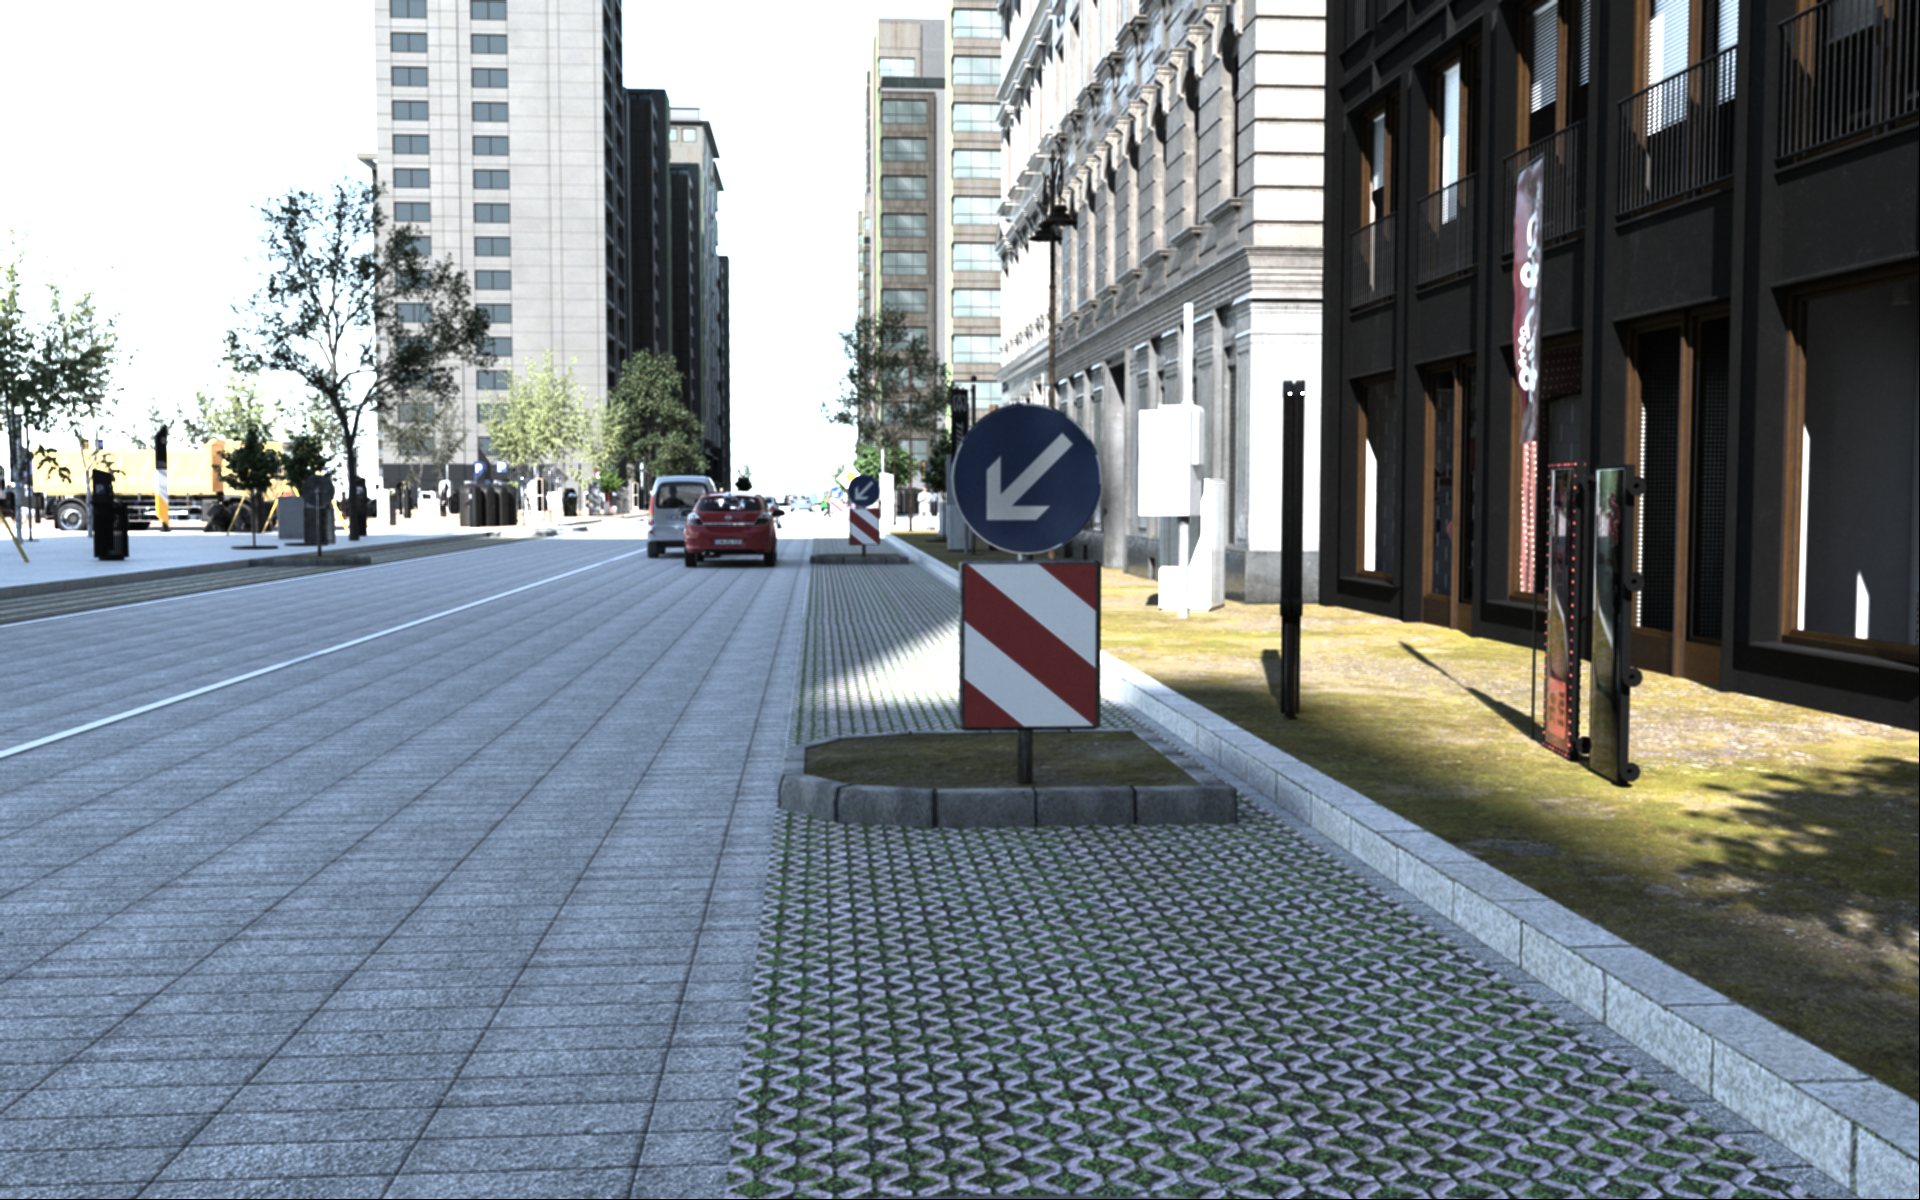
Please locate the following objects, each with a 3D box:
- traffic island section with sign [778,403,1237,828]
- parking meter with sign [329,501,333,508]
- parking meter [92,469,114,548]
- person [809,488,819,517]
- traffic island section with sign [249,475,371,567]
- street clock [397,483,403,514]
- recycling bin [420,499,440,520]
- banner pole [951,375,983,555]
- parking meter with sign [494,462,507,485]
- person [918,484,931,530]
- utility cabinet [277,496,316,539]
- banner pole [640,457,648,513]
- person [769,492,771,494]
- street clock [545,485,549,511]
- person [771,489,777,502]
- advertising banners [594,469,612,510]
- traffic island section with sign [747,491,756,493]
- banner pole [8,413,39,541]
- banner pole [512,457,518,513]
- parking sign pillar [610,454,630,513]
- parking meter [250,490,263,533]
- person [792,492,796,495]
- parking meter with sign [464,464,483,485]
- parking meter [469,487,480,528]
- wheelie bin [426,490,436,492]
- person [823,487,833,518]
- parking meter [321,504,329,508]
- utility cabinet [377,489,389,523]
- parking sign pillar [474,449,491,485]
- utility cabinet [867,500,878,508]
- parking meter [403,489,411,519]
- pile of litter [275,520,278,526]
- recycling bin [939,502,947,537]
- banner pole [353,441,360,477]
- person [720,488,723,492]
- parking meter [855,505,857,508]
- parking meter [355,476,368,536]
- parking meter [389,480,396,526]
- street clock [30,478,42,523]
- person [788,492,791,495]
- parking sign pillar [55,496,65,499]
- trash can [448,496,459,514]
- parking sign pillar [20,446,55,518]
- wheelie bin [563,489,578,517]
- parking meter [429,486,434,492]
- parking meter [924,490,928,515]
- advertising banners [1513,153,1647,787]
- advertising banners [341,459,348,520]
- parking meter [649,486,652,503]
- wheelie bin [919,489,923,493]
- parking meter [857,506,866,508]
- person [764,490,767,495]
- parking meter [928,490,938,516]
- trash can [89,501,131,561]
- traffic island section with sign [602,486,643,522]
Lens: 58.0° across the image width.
[{"bbox_3d":[0.129,0.017,8.343,1.989,1.847,2.006,0,4,-5],"label":"traffic island section with sign"},{"bbox_3d":[-40.069,-6.941,109.749,0.543,3.016,1.738,0,4,-6],"label":"parking meter with sign"},{"bbox_3d":[-19.793,-2.099,40.026,0.399,1.863,0.255,0,4,-1],"label":"parking meter"},{"bbox_3d":[-9.174,-6.119,108.889,0.444,1.785,0.601,-3,5,-44],"label":"person"},{"bbox_3d":[-13.048,-1.612,34.978,1.989,1.847,2.006,0,4,-5],"label":"traffic island section with sign"},{"bbox_3d":[-35.174,-6.384,108.948,0.471,2.002,0.358,-1,4,-15],"label":"street clock"},{"bbox_3d":[-26.268,-4.485,85.878,0.722,1.027,0.722,-3,5,-43],"label":"recycling bin"},{"bbox_3d":[0.114,-2.842,36.481,0.863,3.779,0.401,-3,5,-41],"label":"banner pole"},{"bbox_3d":[-25.304,-6.047,95.128,0.543,3.016,1.738,-2,4,-24],"label":"parking meter with sign"},{"bbox_3d":[-1.353,-3.489,65.724,0.511,1.800,0.466,0,3,0],"label":"person"},{"bbox_3d":[-19.069,-2.364,49.818,1.020,1.237,0.306,-2,4,-25],"label":"utility cabinet"},{"bbox_3d":[-21.598,-7.827,117.994,0.401,3.779,0.863,-3,5,-40],"label":"banner pole"},{"bbox_3d":[-27.748,-14.947,253.019,1.348,1.807,0.705,0,4,7],"label":"person"},{"bbox_3d":[-32.110,-7.943,134.445,0.358,2.002,0.471,2,4,30],"label":"street clock"},{"bbox_3d":[-13.809,-7.325,128.275,0.388,1.821,0.555,2,4,31],"label":"person"},{"bbox_3d":[-24.657,-7.671,121.612,2.074,3.025,0.090,-1,4,-21],"label":"advertising banners"},{"bbox_3d":[-32.696,-16.386,276.535,1.989,1.847,2.006,0,4,-5],"label":"traffic island section with sign"},{"bbox_3d":[-25.578,-3.498,47.205,0.863,3.779,0.401,1,4,15],"label":"banner pole"},{"bbox_3d":[-29.624,-7.666,115.349,0.401,3.779,0.863,1,4,16],"label":"banner pole"},{"bbox_3d":[-23.047,-7.868,117.108,1.447,3.967,1.447,1,4,20],"label":"parking sign pillar"},{"bbox_3d":[-23.013,-3.115,56.645,0.255,1.863,0.399,0,4,4],"label":"parking meter"},{"bbox_3d":[-25.799,-15.984,269.865,1.348,1.821,0.705,-2,4,-29],"label":"person"},{"bbox_3d":[-28.197,-6.335,99.842,1.738,3.016,0.543,3,5,43],"label":"parking meter with sign"},{"bbox_3d":[-18.630,-3.552,66.494,0.372,1.533,0.369,0,3,0],"label":"parking meter"},{"bbox_3d":[-37.354,-7.003,122.405,0.980,1.594,0.693,-1,4,-10],"label":"wheelie bin"},{"bbox_3d":[-7.876,-5.831,103.746,0.656,1.842,0.836,3,5,39],"label":"person"},{"bbox_3d":[-32.355,-4.880,88.197,0.372,1.533,0.369,0,3,0],"label":"parking meter"},{"bbox_3d":[-25.424,-4.143,76.413,0.318,1.500,1.173,-2,4,-30],"label":"utility cabinet"},{"bbox_3d":[-28.300,-6.983,102.641,1.447,3.967,1.447,-3,5,-42],"label":"parking sign pillar"},{"bbox_3d":[-4.533,-4.995,90.345,0.318,1.500,1.173,-1,4,-17],"label":"utility cabinet"},{"bbox_3d":[-28.991,-5.041,90.837,0.372,1.533,0.369,0,3,0],"label":"parking meter"},{"bbox_3d":[-28.729,-3.737,75.068,1.719,0.858,1.176,-2,4,-28],"label":"pile of litter"},{"bbox_3d":[-0.185,-2.426,52.215,0.722,1.027,0.722,2,4,24],"label":"recycling bin"},{"bbox_3d":[-28.493,-5.619,81.880,0.401,3.779,0.863,0,4,4],"label":"banner pole"},{"bbox_3d":[-13.561,-5.466,98.219,0.624,1.780,0.694,-1,4,-22],"label":"person"},{"bbox_3d":[-7.510,-7.422,127.052,0.255,1.863,0.399,-2,4,-24],"label":"parking meter"},{"bbox_3d":[-18.401,-2.904,53.186,0.399,1.863,0.255,-1,4,-14],"label":"parking meter"},{"bbox_3d":[-23.012,-3.946,70.229,0.255,1.863,0.399,-1,4,-17],"label":"parking meter"},{"bbox_3d":[-40.290,-4.345,75.618,0.358,2.002,0.471,3,4,39],"label":"street clock"},{"bbox_3d":[-22.907,-13.669,232.899,0.541,1.710,0.530,1,4,11],"label":"person"},{"bbox_3d":[-65.379,-8.358,125.132,1.447,3.967,1.447,1,4,10],"label":"parking sign pillar"},{"bbox_3d":[-32.482,-6.092,111.259,0.748,1.137,0.748,0,3,0],"label":"trash can"},{"bbox_3d":[-49.172,-6.305,91.560,1.447,3.967,1.447,0,4,1],"label":"parking sign pillar"},{"bbox_3d":[-22.124,-5.526,98.263,0.980,1.594,0.693,2,4,30],"label":"wheelie bin"},{"bbox_3d":[-35.977,-6.862,117.910,0.255,1.863,0.399,-1,4,-11],"label":"parking meter"},{"bbox_3d":[-2.035,-5.854,104.125,0.372,1.533,0.369,0,3,0],"label":"parking meter"},{"bbox_3d":[2.962,-0.749,8.436,0.090,3.025,2.074,0,4,4],"label":"advertising banners"},{"bbox_3d":[-30.664,-5.511,86.292,0.090,3.025,2.074,-2,4,-27],"label":"advertising banners"},{"bbox_3d":[-22.403,-7.323,125.441,0.255,1.863,0.399,-1,4,-9],"label":"parking meter"},{"bbox_3d":[-2.559,-6.399,112.536,0.980,1.594,0.693,0,4,7],"label":"wheelie bin"},{"bbox_3d":[-7.054,-7.363,126.102,0.255,1.863,0.399,-3,5,-43],"label":"parking meter"},{"bbox_3d":[-18.997,-9.781,168.425,0.705,1.824,1.348,-2,4,-26],"label":"person"},{"bbox_3d":[-1.499,-5.676,101.219,0.372,1.533,0.369,0,3,0],"label":"parking meter"},{"bbox_3d":[-16.464,-1.341,33.578,0.748,1.137,0.748,0,3,0],"label":"trash can"},{"bbox_3d":[-17.505,-4.973,89.944,1.989,1.847,2.006,0,4,-5],"label":"traffic island section with sign"}]
